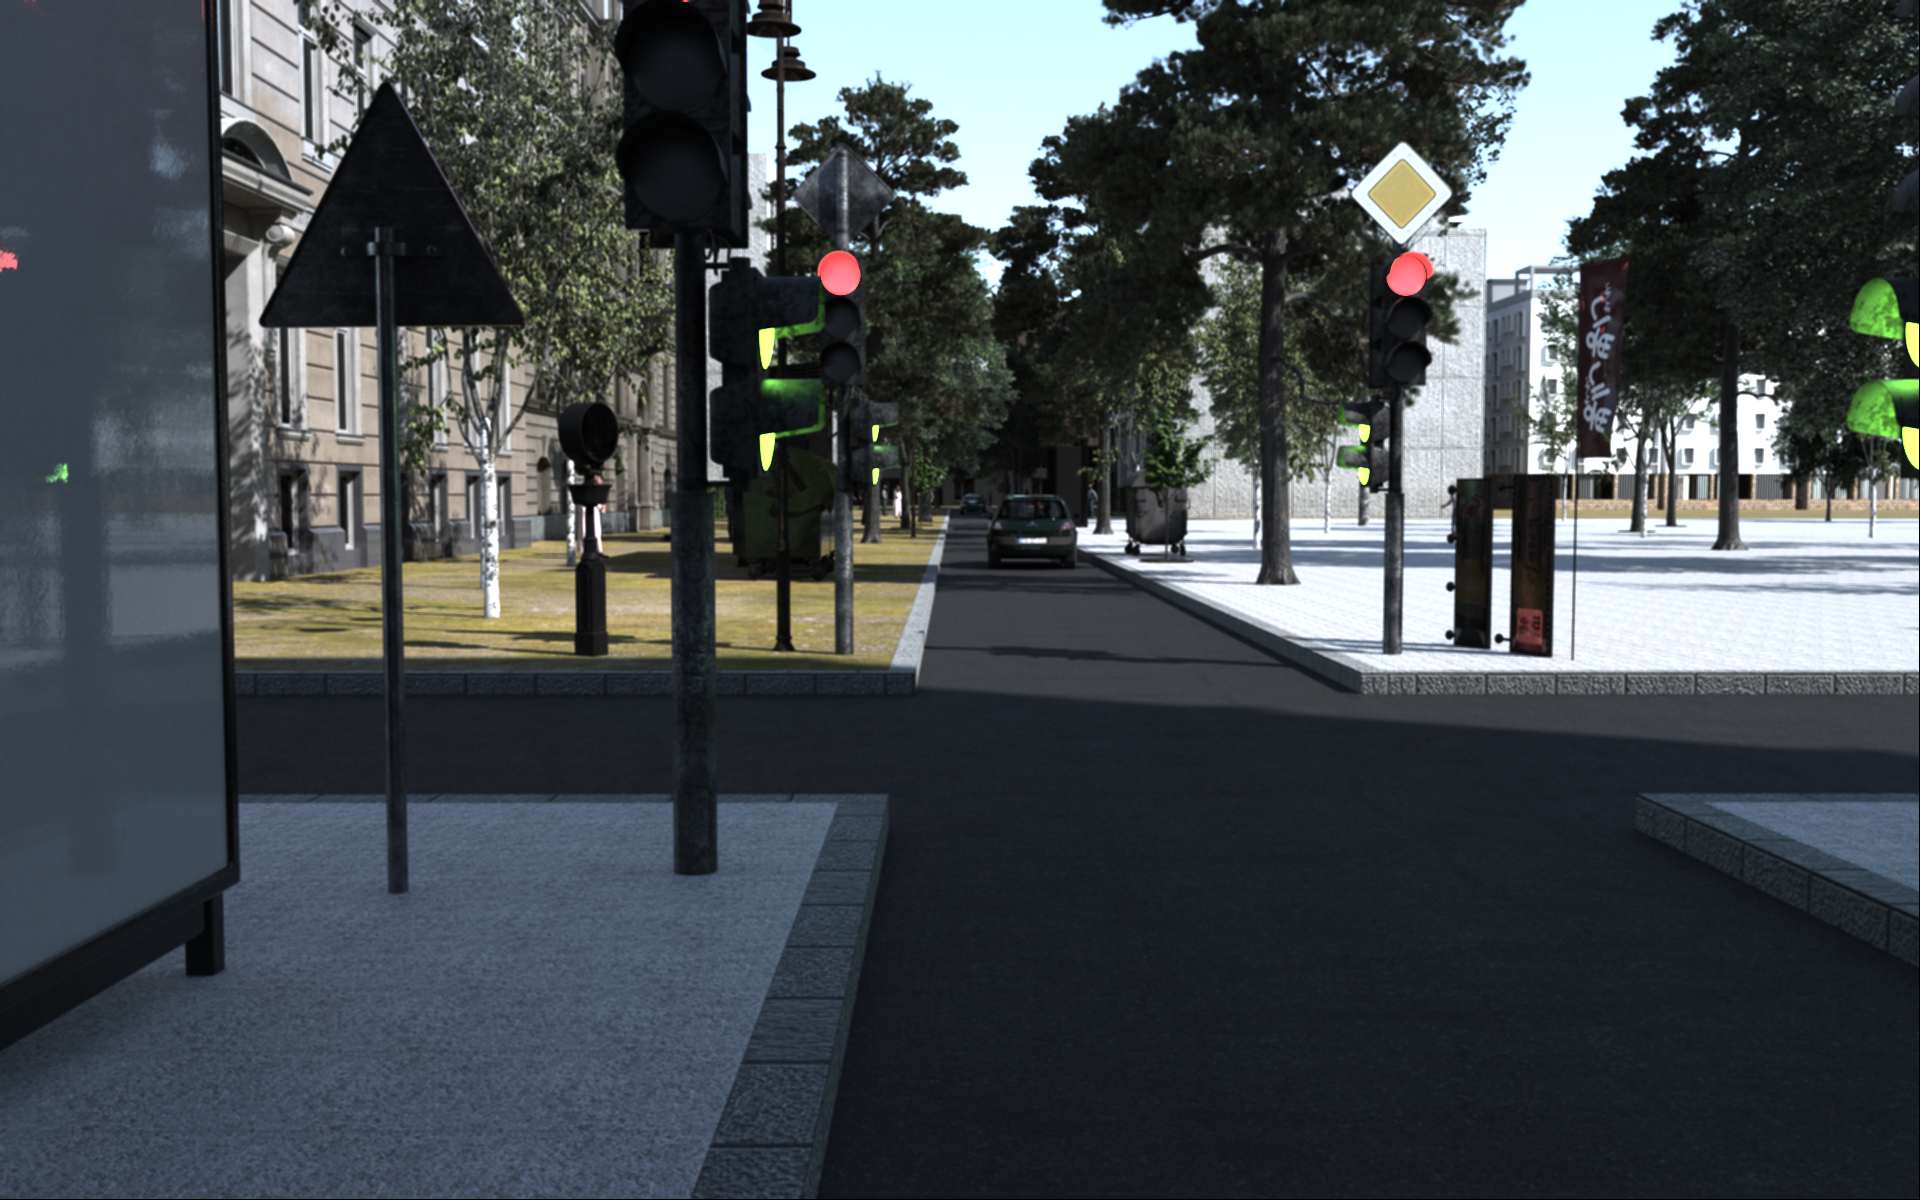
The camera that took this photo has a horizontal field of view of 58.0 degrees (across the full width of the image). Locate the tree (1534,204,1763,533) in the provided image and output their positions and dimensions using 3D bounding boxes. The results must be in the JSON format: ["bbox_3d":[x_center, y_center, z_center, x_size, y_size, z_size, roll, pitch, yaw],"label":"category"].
[{"bbox_3d":[27.852,-8.696,67.928,9.928,11.665,9.643,0,3,0],"label":"tree"}]

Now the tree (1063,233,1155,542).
[{"bbox_3d":[4.739,-5.894,46.735,4.737,8.622,4.395,0,3,0],"label":"tree"}]

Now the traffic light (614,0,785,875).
[{"bbox_3d":[-0.881,-1.011,5.774,0.839,4.213,0.868,0,4,0],"label":"traffic light"}]

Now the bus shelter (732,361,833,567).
[{"bbox_3d":[-3.168,-2.580,33.463,1.731,3.624,6.357,0,4,0],"label":"bus shelter"}]

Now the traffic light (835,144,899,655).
[{"bbox_3d":[-0.908,-1.499,13.759,0.839,4.213,0.868,0,4,0],"label":"traffic light"}]

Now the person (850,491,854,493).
[{"bbox_3d":[-5.433,-4.607,84.605,0.421,1.427,0.697,2,4,35],"label":"person"}]

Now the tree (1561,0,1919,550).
[{"bbox_3d":[17.881,-8.085,39.608,7.806,13.903,7.818,0,3,0],"label":"tree"}]

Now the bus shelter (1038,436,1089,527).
[{"bbox_3d":[4.151,-4.790,69.603,1.731,3.624,6.357,0,3,0],"label":"bus shelter"}]

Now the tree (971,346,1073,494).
[{"bbox_3d":[3.566,-10.622,108.078,7.601,10.594,8.767,0,4,-6],"label":"tree"}]

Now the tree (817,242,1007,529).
[{"bbox_3d":[-1.972,-8.439,63.732,9.928,11.665,9.643,0,3,0],"label":"tree"}]

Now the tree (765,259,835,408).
[{"bbox_3d":[-4.888,-6.274,52.937,4.737,8.622,4.395,0,3,0],"label":"tree"}]

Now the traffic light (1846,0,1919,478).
[{"bbox_3d":[3.480,-1.013,5.805,0.839,4.213,0.868,0,4,0],"label":"traffic light"}]

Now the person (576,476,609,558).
[{"bbox_3d":[-7.335,-1.698,34.479,0.621,1.740,0.551,0,4,0],"label":"person"}]

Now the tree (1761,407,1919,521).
[{"bbox_3d":[46.418,-6.953,76.594,20.602,7.101,11.467,2,4,30],"label":"tree"}]

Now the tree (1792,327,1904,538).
[{"bbox_3d":[26.673,-6.144,50.810,4.737,8.622,4.395,0,3,0],"label":"tree"}]

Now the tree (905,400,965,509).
[{"bbox_3d":[-2.839,-14.888,150.837,7.806,13.903,7.818,0,3,0],"label":"tree"}]

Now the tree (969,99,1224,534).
[{"bbox_3d":[4.364,-9.018,54.869,7.806,13.903,7.818,0,3,0],"label":"tree"}]

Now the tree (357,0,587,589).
[{"bbox_3d":[-6.408,-4.469,23.429,4.737,8.622,4.395,0,3,0],"label":"tree"}]

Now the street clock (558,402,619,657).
[{"bbox_3d":[-2.932,-0.560,13.724,0.358,2.002,0.471,2,4,27],"label":"street clock"}]

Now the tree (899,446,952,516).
[{"bbox_3d":[-2.201,-8.102,116.187,4.285,4.588,4.351,0,3,0],"label":"tree"}]

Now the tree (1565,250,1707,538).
[{"bbox_3d":[20.022,-6.136,50.685,4.360,8.622,3.978,0,3,0],"label":"tree"}]

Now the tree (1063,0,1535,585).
[{"bbox_3d":[4.433,-6.257,24.360,6.751,12.117,7.091,0,3,0],"label":"tree"}]

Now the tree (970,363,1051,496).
[{"bbox_3d":[4.127,-13.569,139.973,7.486,12.596,7.792,0,3,0],"label":"tree"}]

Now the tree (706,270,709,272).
[{"bbox_3d":[-6.708,-4.914,30.705,4.737,8.622,4.395,0,3,0],"label":"tree"}]

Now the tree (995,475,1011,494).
[{"bbox_3d":[4.052,-9.561,150.931,1.663,3.219,1.824,0,3,0],"label":"tree"}]

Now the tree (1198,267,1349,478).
[{"bbox_3d":[15.168,-10.146,84.019,7.486,12.596,7.792,0,3,0],"label":"tree"}]

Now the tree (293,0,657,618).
[{"bbox_3d":[-4.729,-4.110,17.567,4.360,8.622,3.978,0,3,0],"label":"tree"}]

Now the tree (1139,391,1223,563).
[{"bbox_3d":[3.835,-2.323,32.581,1.663,3.219,1.824,0,3,0],"label":"tree"}]

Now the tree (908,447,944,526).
[{"bbox_3d":[-1.465,-4.627,70.257,1.663,3.219,1.824,0,3,0],"label":"tree"}]

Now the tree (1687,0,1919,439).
[{"bbox_3d":[16.743,-7.480,28.953,9.857,13.997,8.962,0,3,0],"label":"tree"}]

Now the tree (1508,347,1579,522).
[{"bbox_3d":[28.066,-7.977,80.786,4.737,8.622,4.395,0,3,0],"label":"tree"}]

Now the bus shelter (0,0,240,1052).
[{"bbox_3d":[-2.750,-1.383,0.248,2.179,5.291,8.768,0,4,0],"label":"bus shelter"}]

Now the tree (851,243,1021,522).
[{"bbox_3d":[-1.543,-10.536,78.925,9.857,13.997,8.962,0,3,0],"label":"tree"}]

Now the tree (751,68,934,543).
[{"bbox_3d":[-2.227,-7.528,45.144,6.751,12.117,7.091,0,3,0],"label":"tree"}]

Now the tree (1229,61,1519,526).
[{"bbox_3d":[15.297,-13.114,70.302,12.611,20.169,13.585,0,3,0],"label":"tree"}]

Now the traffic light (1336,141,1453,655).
[{"bbox_3d":[3.453,-1.501,13.790,0.839,4.213,0.868,0,4,0],"label":"traffic light"}]

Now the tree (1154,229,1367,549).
[{"bbox_3d":[6.928,-5.480,39.965,4.737,8.622,4.395,0,3,0],"label":"tree"}]
